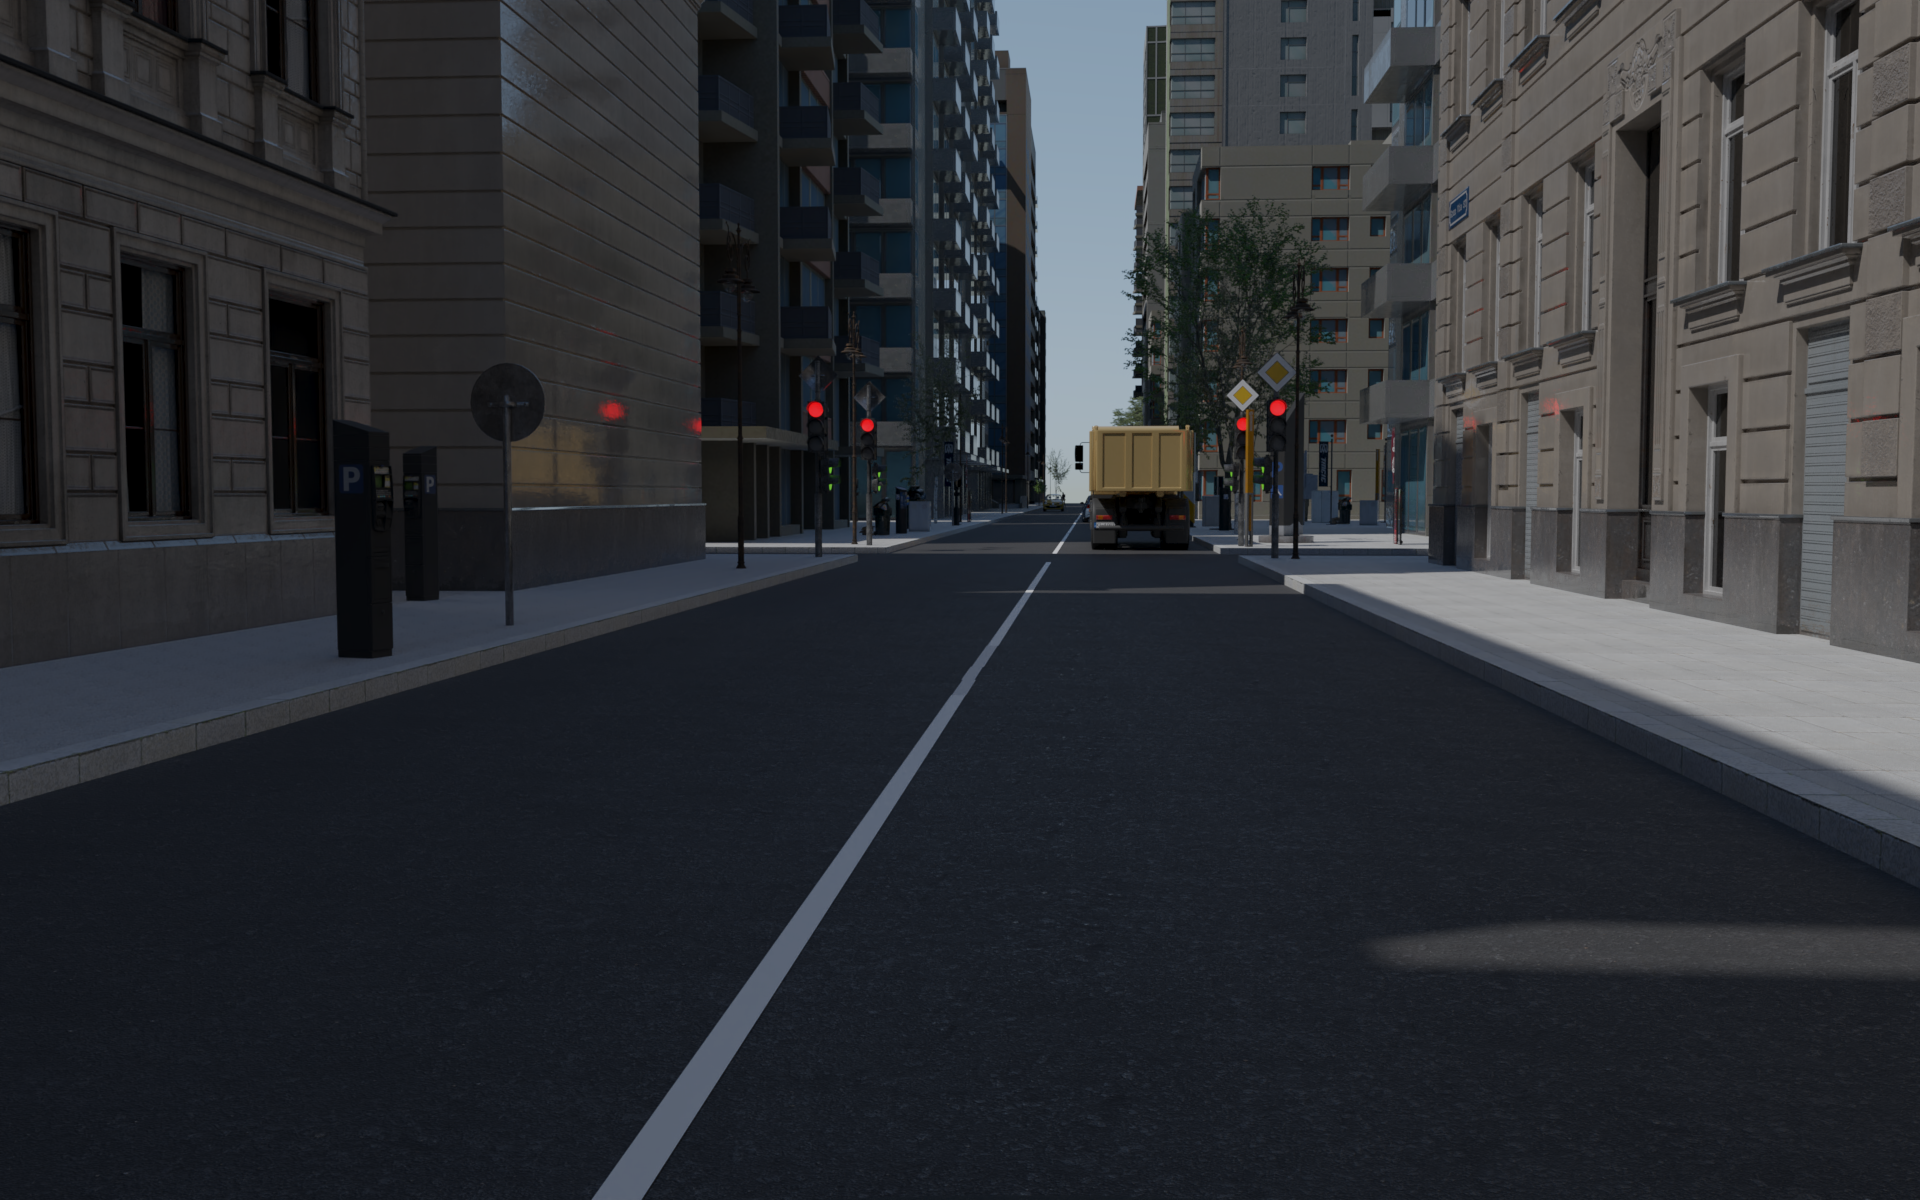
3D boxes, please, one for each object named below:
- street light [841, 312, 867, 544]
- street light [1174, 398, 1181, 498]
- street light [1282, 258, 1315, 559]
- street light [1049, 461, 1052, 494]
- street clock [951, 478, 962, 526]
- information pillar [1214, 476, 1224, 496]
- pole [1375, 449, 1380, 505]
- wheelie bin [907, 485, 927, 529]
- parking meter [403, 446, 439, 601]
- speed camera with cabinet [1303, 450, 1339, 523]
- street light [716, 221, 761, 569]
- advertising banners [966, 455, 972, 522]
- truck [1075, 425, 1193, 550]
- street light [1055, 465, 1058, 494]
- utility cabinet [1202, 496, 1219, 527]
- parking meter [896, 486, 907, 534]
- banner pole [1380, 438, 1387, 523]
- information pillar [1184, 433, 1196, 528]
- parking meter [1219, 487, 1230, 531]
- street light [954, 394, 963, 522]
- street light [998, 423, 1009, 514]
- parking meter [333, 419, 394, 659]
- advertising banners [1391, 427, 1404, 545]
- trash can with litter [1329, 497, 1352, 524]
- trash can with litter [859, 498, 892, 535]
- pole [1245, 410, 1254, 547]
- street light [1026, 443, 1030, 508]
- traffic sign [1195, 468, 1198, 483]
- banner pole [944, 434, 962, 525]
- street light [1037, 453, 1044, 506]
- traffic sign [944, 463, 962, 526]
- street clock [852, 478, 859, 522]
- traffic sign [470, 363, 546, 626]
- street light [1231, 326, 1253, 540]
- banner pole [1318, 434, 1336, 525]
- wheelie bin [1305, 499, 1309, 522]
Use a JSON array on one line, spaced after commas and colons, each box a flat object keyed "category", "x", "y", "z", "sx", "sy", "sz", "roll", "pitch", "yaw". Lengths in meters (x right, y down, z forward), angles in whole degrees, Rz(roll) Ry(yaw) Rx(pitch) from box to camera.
[{"category": "street light", "x": -2.688, "y": -4.358, "z": 44.042, "sx": 0.468, "sy": 5.910, "sz": 1.993, "roll": 0, "pitch": 4, "yaw": 4}, {"category": "street light", "x": 10.427, "y": -6.705, "z": 82.422, "sx": 0.468, "sy": 5.910, "sz": 1.993, "roll": 0, "pitch": 4, "yaw": 4}, {"category": "street light", "x": 6.639, "y": -3.750, "z": 34.096, "sx": 0.468, "sy": 5.910, "sz": 1.993, "roll": 0, "pitch": 4, "yaw": 4}, {"category": "street light", "x": 12.438, "y": -16.251, "z": 238.485, "sx": 0.468, "sy": 5.910, "sz": 1.993, "roll": 0, "pitch": 4, "yaw": 4}, {"category": "street clock", "x": -0.150, "y": -4.035, "z": 70.536, "sx": 0.358, "sy": 2.002, "sz": 0.471, "roll": 2, "pitch": 4, "yaw": 32}, {"category": "information pillar", "x": 10.423, "y": -3.995, "z": 69.807, "sx": 0.304, "sy": 2.012, "sz": 0.304, "roll": -2, "pitch": 4, "yaw": -23}, {"category": "pole", "x": 18.929, "y": -5.179, "z": 78.520, "sx": 0.158, "sy": 3.312, "sz": 0.155, "roll": 0, "pitch": 3, "yaw": 0}, {"category": "wheelie bin", "x": -1.642, "y": -3.423, "z": 63.877, "sx": 0.693, "sy": 1.594, "sz": 0.980, "roll": 2, "pitch": 4, "yaw": 28}, {"category": "parking meter", "x": -6.493, "y": -0.926, "z": 20.858, "sx": 0.255, "sy": 1.863, "sz": 0.399, "roll": 1, "pitch": 4, "yaw": 17}, {"category": "speed camera with cabinet", "x": 17.210, "y": -5.459, "z": 83.598, "sx": 2.038, "sy": 3.252, "sz": 0.660, "roll": 0, "pitch": 4, "yaw": -5}, {"category": "street light", "x": -3.771, "y": -3.479, "z": 29.667, "sx": 0.468, "sy": 5.910, "sz": 1.993, "roll": 0, "pitch": 4, "yaw": 4}, {"category": "advertising banners", "x": 0.389, "y": -5.058, "z": 78.882, "sx": 0.090, "sy": 3.025, "sz": 2.074, "roll": 0, "pitch": 4, "yaw": 7}, {"category": "truck", "x": 4.888, "y": -3.189, "z": 48.057, "sx": 3.469, "sy": 3.379, "sz": 9.791, "roll": 0, "pitch": 4, "yaw": 4}, {"category": "street light", "x": 15.234, "y": -18.367, "z": 273.088, "sx": 0.468, "sy": 5.910, "sz": 1.993, "roll": 0, "pitch": 4, "yaw": 4}, {"category": "utility cabinet", "x": 10.121, "y": -3.521, "z": 68.732, "sx": 1.020, "sy": 1.237, "sz": 0.306, "roll": -1, "pitch": 4, "yaw": -22}, {"category": "parking meter", "x": -1.900, "y": -2.918, "z": 56.118, "sx": 0.372, "sy": 1.533, "sz": 0.369, "roll": 0, "pitch": 3, "yaw": 0}, {"category": "banner pole", "x": 19.042, "y": -5.360, "z": 77.654, "sx": 0.401, "sy": 3.779, "sz": 0.863, "roll": 0, "pitch": 4, "yaw": 5}, {"category": "information pillar", "x": 8.798, "y": -4.585, "z": 66.311, "sx": 0.504, "sy": 3.616, "sz": 0.183, "roll": 3, "pitch": 5, "yaw": 40}, {"category": "parking meter", "x": 9.297, "y": -3.211, "z": 60.906, "sx": 0.372, "sy": 1.533, "sz": 0.369, "roll": 0, "pitch": 3, "yaw": 0}, {"category": "street light", "x": 0.024, "y": -6.472, "z": 78.608, "sx": 0.468, "sy": 5.910, "sz": 1.993, "roll": 0, "pitch": 4, "yaw": 4}, {"category": "street light", "x": 2.768, "y": -8.586, "z": 113.170, "sx": 0.468, "sy": 5.910, "sz": 1.993, "roll": 0, "pitch": 4, "yaw": 4}, {"category": "parking meter", "x": -4.677, "y": -0.482, "z": 13.599, "sx": 0.399, "sy": 1.863, "sz": 0.255, "roll": 1, "pitch": 4, "yaw": 19}, {"category": "advertising banners", "x": 11.192, "y": -2.947, "z": 44.364, "sx": 0.090, "sy": 3.025, "sz": 2.074, "roll": 0, "pitch": 4, "yaw": 7}, {"category": "trash can with litter", "x": 16.137, "y": -3.803, "z": 73.571, "sx": 0.624, "sy": 1.170, "sz": 1.055, "roll": -3, "pitch": 4, "yaw": -38}, {"category": "trash can with litter", "x": -2.641, "y": -2.598, "z": 53.863, "sx": 1.055, "sy": 1.170, "sz": 0.624, "roll": 2, "pitch": 4, "yaw": 25}, {"category": "pole", "x": 7.003, "y": -2.939, "z": 41.902, "sx": 0.158, "sy": 3.312, "sz": 0.155, "roll": 0, "pitch": 3, "yaw": 0}, {"category": "street light", "x": 6.061, "y": -11.138, "z": 154.887, "sx": 0.468, "sy": 5.910, "sz": 1.993, "roll": 0, "pitch": 4, "yaw": 4}, {"category": "traffic sign", "x": 8.935, "y": -3.982, "z": 67.231, "sx": 0.606, "sy": 2.300, "sz": 0.079, "roll": 1, "pitch": 4, "yaw": 13}, {"category": "banner pole", "x": -0.328, "y": -5.047, "z": 72.528, "sx": 0.863, "sy": 3.779, "sz": 0.401, "roll": 2, "pitch": 4, "yaw": 29}, {"category": "street light", "x": 8.678, "y": -13.276, "z": 189.853, "sx": 0.468, "sy": 5.910, "sz": 1.993, "roll": 0, "pitch": 4, "yaw": 4}, {"category": "traffic sign", "x": -0.294, "y": -4.271, "z": 69.929, "sx": 0.768, "sy": 2.556, "sz": 0.104, "roll": 1, "pitch": 4, "yaw": 10}, {"category": "street clock", "x": -4.820, "y": -4.614, "z": 80.004, "sx": 0.358, "sy": 2.002, "sz": 0.471, "roll": 0, "pitch": 4, "yaw": 4}, {"category": "traffic sign", "x": -4.400, "y": -1.024, "z": 16.845, "sx": 0.768, "sy": 2.556, "sz": 0.104, "roll": 1, "pitch": 4, "yaw": 9}, {"category": "street light", "x": 7.772, "y": -4.591, "z": 47.852, "sx": 0.468, "sy": 5.910, "sz": 1.993, "roll": 0, "pitch": 4, "yaw": 4}, {"category": "banner pole", "x": 15.301, "y": -5.030, "z": 72.264, "sx": 0.863, "sy": 3.779, "sz": 0.401, "roll": -1, "pitch": 4, "yaw": -21}, {"category": "wheelie bin", "x": 15.882, "y": -4.462, "z": 80.862, "sx": 0.693, "sy": 1.594, "sz": 0.980, "roll": -2, "pitch": 4, "yaw": -31}]
